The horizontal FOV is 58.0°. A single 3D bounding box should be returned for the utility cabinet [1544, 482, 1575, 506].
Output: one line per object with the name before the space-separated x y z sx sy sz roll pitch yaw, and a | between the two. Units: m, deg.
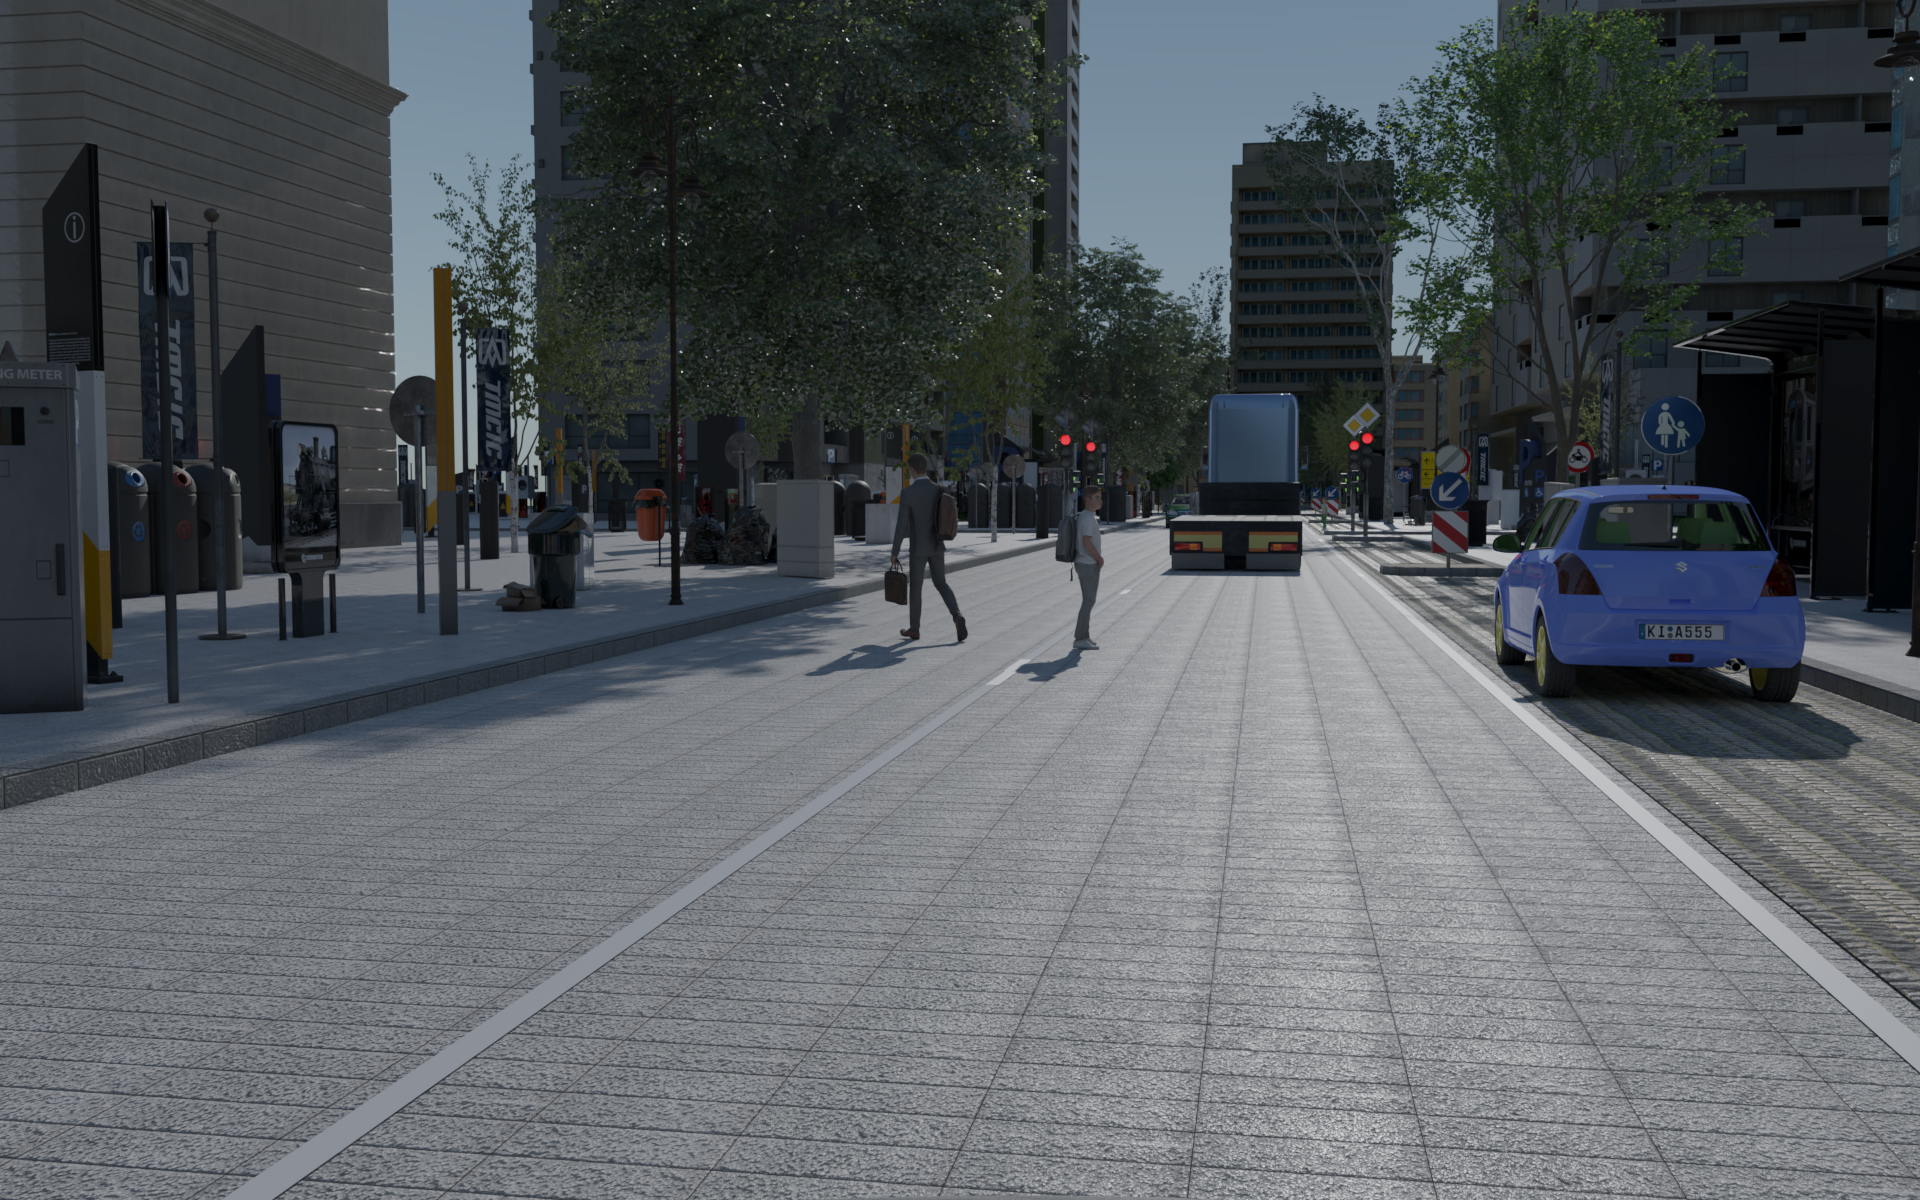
utility cabinet | 11.283 -1.463 32.597 0.318 1.500 1.173 2 4 32

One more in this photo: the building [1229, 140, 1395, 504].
building | 48.372 -37.707 240.218 21.600 48.544 21.300 1 4 10

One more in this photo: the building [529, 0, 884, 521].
building | -12.203 -19.313 87.465 14.160 30.474 14.107 1 4 10

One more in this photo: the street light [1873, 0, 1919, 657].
street light | 7.582 -2.492 13.524 0.468 5.910 1.993 1 4 10

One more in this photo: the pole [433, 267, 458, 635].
pole | -4.678 -1.340 15.749 0.158 3.312 0.155 0 3 0

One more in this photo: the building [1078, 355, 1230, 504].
building | 24.016 -24.664 248.297 28.899 21.520 27.650 1 4 10

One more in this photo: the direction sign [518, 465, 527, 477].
direction sign | -33.768 -8.680 133.916 0.379 3.537 0.876 3 5 44

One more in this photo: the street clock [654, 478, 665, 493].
street clock | -13.813 -4.592 79.655 0.471 2.002 0.358 1 4 23

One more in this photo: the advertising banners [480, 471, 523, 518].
advertising banners | -23.889 -5.729 89.857 2.074 3.025 0.090 0 4 -6

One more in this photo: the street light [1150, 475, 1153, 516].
street light | 11.300 -7.911 102.128 0.468 5.910 1.993 1 4 10

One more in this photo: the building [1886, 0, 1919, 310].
building | 95.912 -33.874 173.455 30.456 49.044 23.786 1 4 10

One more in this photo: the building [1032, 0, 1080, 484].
building | -1.270 -39.727 191.543 28.212 58.520 21.231 1 4 10

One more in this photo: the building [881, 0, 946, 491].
building | -13.400 -30.420 121.063 21.300 48.544 21.600 1 4 10

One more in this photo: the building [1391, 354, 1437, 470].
building | 73.851 -24.165 240.130 28.899 21.520 27.650 1 4 10

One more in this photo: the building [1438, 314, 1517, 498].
building | 64.496 -20.265 176.371 27.650 21.520 28.899 1 4 10

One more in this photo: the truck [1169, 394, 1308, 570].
truck | 6.808 -3.132 40.966 2.967 4.110 18.799 1 4 11

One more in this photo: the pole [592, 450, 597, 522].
pole | -16.814 -5.248 79.655 0.158 3.312 0.155 0 3 0

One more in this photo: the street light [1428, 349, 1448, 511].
street light | 14.350 -4.854 52.148 0.468 5.910 1.993 1 4 10

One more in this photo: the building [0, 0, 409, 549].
building | -26.868 -14.787 39.028 25.104 27.353 12.463 1 4 10

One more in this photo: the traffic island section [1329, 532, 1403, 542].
traffic island section | 12.491 -1.895 53.262 2.009 0.180 2.903 1 4 10

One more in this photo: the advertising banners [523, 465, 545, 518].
advertising banners | -23.421 -5.918 92.951 2.074 3.025 0.090 0 4 7

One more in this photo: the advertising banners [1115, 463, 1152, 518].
advertising banners | 9.323 -5.945 93.389 2.074 3.025 0.090 1 4 15

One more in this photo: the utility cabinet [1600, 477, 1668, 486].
utility cabinet | 9.166 -0.910 23.558 1.173 1.500 0.318 -2 4 -35

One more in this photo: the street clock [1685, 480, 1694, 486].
street clock | 37.959 -5.232 90.111 0.358 2.002 0.471 -2 4 -31

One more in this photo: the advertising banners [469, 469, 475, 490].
advertising banners | -34.168 -7.497 118.762 2.074 3.025 0.090 -3 5 -41

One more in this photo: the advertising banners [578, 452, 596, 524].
advertising banners | -15.765 -4.708 73.157 0.090 3.025 2.074 0 4 6

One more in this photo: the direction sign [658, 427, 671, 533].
direction sign | -9.644 -4.001 57.412 0.876 3.537 0.379 2 4 29

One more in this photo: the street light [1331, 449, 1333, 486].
street light | 28.906 -9.879 134.316 0.468 5.910 1.993 1 4 10

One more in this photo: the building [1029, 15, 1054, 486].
building | -1.653 -44.399 164.175 20.563 71.187 20.611 1 4 10

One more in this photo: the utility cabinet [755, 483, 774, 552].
utility cabinet | -3.460 -1.562 34.214 1.173 1.500 0.318 1 4 20

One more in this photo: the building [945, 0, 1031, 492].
building | -1.869 -30.376 146.750 14.600 45.320 14.200 1 4 10

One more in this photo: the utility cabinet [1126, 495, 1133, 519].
utility cabinet | 8.353 -4.737 88.609 1.020 1.237 0.306 3 5 42

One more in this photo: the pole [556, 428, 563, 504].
pole | -12.426 -3.665 53.769 0.158 3.312 0.155 0 3 0

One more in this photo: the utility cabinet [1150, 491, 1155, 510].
utility cabinet | 14.890 -7.697 134.528 0.318 1.500 1.173 1 4 12

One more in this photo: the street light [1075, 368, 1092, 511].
street light | 4.520 -5.546 63.469 0.468 5.910 1.993 1 4 10

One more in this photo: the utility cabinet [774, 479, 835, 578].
utility cabinet | -2.371 -1.098 26.636 0.318 1.500 1.173 -3 4 -38

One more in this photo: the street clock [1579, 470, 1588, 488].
street clock | 15.111 -2.296 42.105 0.358 2.002 0.471 1 4 15

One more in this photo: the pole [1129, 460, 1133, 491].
pole | 9.924 -6.524 100.517 0.158 3.312 0.155 0 3 0

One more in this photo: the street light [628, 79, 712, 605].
street light | -3.290 -2.880 19.881 0.468 5.910 1.993 1 4 10

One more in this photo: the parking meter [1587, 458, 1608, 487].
parking meter | 10.393 -1.380 28.268 0.255 1.863 0.399 1 4 9

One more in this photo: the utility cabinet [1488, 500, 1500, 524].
utility cabinet | 22.723 -3.855 74.188 1.020 1.237 0.306 -3 5 -43

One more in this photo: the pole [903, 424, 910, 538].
pole | -1.570 -3.472 50.603 0.158 3.312 0.155 0 3 0

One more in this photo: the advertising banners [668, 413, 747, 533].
advertising banners | -5.366 -2.466 36.513 2.074 3.025 0.090 2 4 29

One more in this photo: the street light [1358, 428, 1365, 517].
street light | 22.109 -7.517 95.698 0.468 5.910 1.993 1 4 10

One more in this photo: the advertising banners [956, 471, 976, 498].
advertising banners | 0.474 -8.088 128.422 0.090 3.025 2.074 -3 5 -44

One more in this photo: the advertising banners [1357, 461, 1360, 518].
advertising banners | 21.697 -5.929 93.133 0.090 3.025 2.074 2 4 35

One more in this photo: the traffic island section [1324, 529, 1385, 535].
traffic island section | 13.883 -2.376 61.125 2.009 0.180 2.903 1 4 10

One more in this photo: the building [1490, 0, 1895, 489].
building | 60.971 -34.138 147.396 28.713 52.752 27.495 1 4 10

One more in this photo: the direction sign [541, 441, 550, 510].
direction sign | -17.864 -5.057 74.686 0.379 3.537 0.876 -3 4 -38

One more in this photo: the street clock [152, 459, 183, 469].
street clock | -13.667 -1.550 29.911 0.471 2.002 0.358 1 4 19

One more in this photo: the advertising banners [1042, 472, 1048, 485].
advertising banners | 7.622 -8.705 138.507 2.074 3.025 0.090 0 3 0
